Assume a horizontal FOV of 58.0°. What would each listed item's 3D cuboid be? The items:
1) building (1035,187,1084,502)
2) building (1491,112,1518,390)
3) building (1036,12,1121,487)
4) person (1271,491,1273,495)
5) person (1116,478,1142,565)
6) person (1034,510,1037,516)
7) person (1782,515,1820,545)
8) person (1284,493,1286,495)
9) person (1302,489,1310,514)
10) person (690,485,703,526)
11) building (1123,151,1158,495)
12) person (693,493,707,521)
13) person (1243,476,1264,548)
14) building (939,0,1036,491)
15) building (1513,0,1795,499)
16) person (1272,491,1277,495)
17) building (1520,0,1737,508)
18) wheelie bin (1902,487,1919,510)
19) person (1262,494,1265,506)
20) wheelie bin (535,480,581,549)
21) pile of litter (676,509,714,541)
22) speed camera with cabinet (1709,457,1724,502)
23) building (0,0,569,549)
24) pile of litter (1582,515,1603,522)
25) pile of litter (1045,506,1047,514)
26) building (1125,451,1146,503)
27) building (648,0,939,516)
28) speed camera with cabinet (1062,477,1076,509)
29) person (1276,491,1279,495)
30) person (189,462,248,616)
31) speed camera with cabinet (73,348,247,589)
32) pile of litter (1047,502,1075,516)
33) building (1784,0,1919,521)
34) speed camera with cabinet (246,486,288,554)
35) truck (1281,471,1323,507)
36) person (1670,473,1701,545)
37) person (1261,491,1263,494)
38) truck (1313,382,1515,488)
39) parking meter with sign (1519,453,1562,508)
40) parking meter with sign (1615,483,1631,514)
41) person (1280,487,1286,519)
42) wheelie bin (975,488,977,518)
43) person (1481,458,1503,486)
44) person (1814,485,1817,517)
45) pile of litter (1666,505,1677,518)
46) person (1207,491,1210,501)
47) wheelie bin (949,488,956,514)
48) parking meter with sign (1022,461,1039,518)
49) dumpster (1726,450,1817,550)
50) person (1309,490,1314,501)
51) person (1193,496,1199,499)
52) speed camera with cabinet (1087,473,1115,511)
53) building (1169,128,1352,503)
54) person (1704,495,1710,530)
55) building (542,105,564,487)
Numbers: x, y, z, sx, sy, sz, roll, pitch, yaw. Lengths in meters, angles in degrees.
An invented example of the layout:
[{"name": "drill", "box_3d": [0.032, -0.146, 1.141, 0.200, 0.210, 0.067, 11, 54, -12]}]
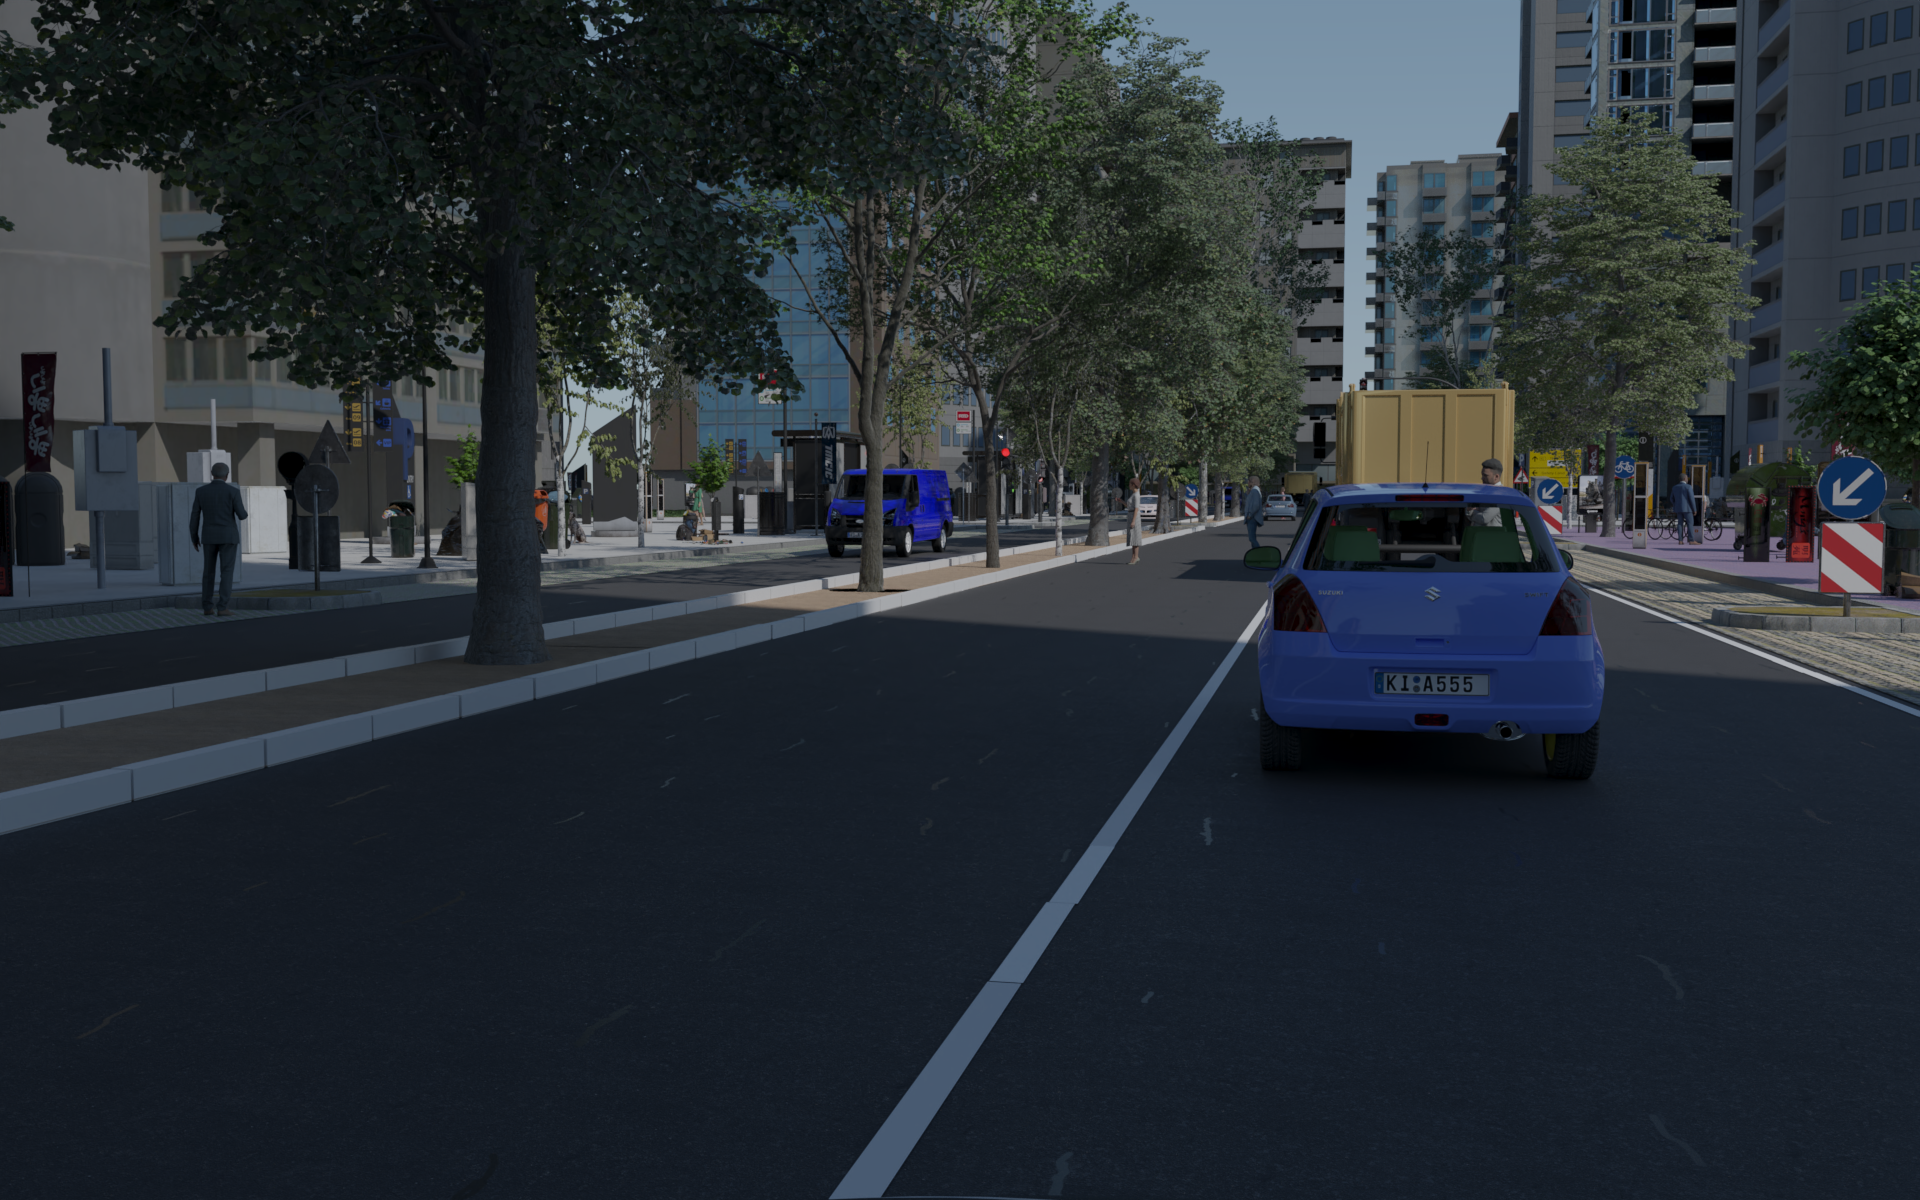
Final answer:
[{"name": "building", "box_3d": [3.772, -23.939, 163.110, 14.160, 30.474, 14.107, 1, 4, 12]}, {"name": "building", "box_3d": [71.719, -33.001, 194.197, 22.147, 44.769, 28.867, 1, 4, 12]}, {"name": "building", "box_3d": [4.715, -34.078, 180.875, 21.300, 48.544, 21.600, 1, 4, 12]}, {"name": "person", "box_3d": [37.805, -12.309, 209.888, 0.705, 1.807, 1.348, 0, 4, 0]}, {"name": "person", "box_3d": [3.451, -1.602, 35.257, 0.524, 1.755, 0.480, 0, 4, -4]}, {"name": "person", "box_3d": [4.179, -5.827, 101.230, 0.836, 1.842, 0.656, -3, 5, -40]}, {"name": "person", "box_3d": [17.709, -1.531, 36.568, 0.738, 1.151, 1.012, 0, 4, -5]}, {"name": "person", "box_3d": [28.719, -8.816, 153.085, 0.568, 1.767, 0.683, -2, 4, -26]}, {"name": "person", "box_3d": [23.502, -6.650, 117.655, 0.534, 1.772, 0.576, 2, 4, 32]}, {"name": "person", "box_3d": [-10.654, -3.928, 70.509, 0.529, 1.795, 0.600, -3, 5, -40]}, {"name": "building", "box_3d": [18.801, -41.121, 261.572, 27.495, 52.752, 28.713, 1, 4, 12]}, {"name": "person", "box_3d": [-12.502, -4.696, 83.165, 0.599, 1.781, 0.374, 1, 4, 13]}, {"name": "person", "box_3d": [5.889, -1.578, 34.568, 0.793, 1.790, 0.793, -2, 4, -26]}, {"name": "building", "box_3d": [-6.944, -36.206, 133.973, 21.231, 58.520, 28.212, 1, 4, 12]}, {"name": "building", "box_3d": [64.434, -38.178, 166.211, 21.231, 58.520, 28.212, 1, 4, 12]}, {"name": "person", "box_3d": [28.321, -8.955, 155.641, 1.217, 1.743, 0.721, 2, 4, 25]}, {"name": "building", "box_3d": [54.942, -49.790, 126.738, 22.319, 86.520, 31.000, 1, 4, 12]}, {"name": "wheelie bin", "box_3d": [43.258, -4.323, 78.594, 0.980, 1.594, 0.693, -2, 4, -25]}, {"name": "person", "box_3d": [36.086, -12.131, 207.560, 1.217, 1.735, 0.721, -1, 4, -9]}, {"name": "wheelie bin", "box_3d": [-9.480, -1.980, 40.288, 0.980, 1.594, 0.693, 2, 4, 34]}, {"name": "pile of litter", "box_3d": [-7.243, -2.088, 48.102, 1.176, 0.858, 1.719, 2, 4, 30]}, {"name": "speed camera with cabinet", "box_3d": [40.690, -5.937, 91.398, 2.038, 3.252, 0.660, 2, 4, 26]}, {"name": "building", "box_3d": [-25.776, -22.029, 52.059, 23.993, 40.220, 32.217, 1, 4, 12]}, {"name": "pile of litter", "box_3d": [29.665, -4.060, 80.345, 1.719, 0.858, 1.176, 0, 4, -1]}, {"name": "pile of litter", "box_3d": [6.019, -5.879, 110.090, 1.176, 0.858, 1.719, 0, 4, 6]}, {"name": "building", "box_3d": [6.620, -22.321, 209.980, 28.899, 21.520, 27.650, 1, 4, 12]}, {"name": "building", "box_3d": [-9.605, -27.828, 105.107, 14.600, 45.320, 14.200, 1, 4, 12]}, {"name": "speed camera with cabinet", "box_3d": [9.347, -9.402, 148.050, 0.660, 3.252, 2.038, -2, 4, -29]}, {"name": "person", "box_3d": [32.854, -10.362, 178.643, 0.721, 1.735, 1.217, 0, 4, -4]}, {"name": "person", "box_3d": [-8.688, -0.716, 20.375, 0.661, 1.801, 0.590, 0, 4, -7]}, {"name": "speed camera with cabinet", "box_3d": [-11.168, -1.822, 24.129, 2.038, 3.252, 0.660, -3, 5, -42]}, {"name": "pile of litter", "box_3d": [6.166, -5.390, 102.093, 1.176, 0.858, 1.719, -1, 4, -19]}, {"name": "building", "box_3d": [55.854, -33.307, 86.565, 28.212, 58.520, 21.231, 1, 4, 12]}, {"name": "speed camera with cabinet", "box_3d": [-15.374, -2.601, 36.855, 0.660, 3.252, 2.038, 2, 4, 30]}, {"name": "truck", "box_3d": [28.663, -9.147, 145.478, 3.469, 3.379, 9.791, 1, 4, 12]}, {"name": "person", "box_3d": [18.320, -2.297, 43.781, 0.419, 1.800, 0.721, -3, 5, -44]}, {"name": "person", "box_3d": [27.652, -9.231, 159.446, 0.705, 1.822, 1.348, 1, 4, 10]}, {"name": "truck", "box_3d": [8.146, -2.168, 31.366, 3.469, 3.379, 9.791, 1, 4, 11]}, {"name": "parking meter with sign", "box_3d": [24.923, -4.777, 74.368, 1.738, 3.016, 0.543, 0, 4, -7]}, {"name": "parking meter with sign", "box_3d": [42.409, -7.024, 111.110, 1.738, 3.016, 0.543, -2, 4, -26]}, {"name": "person", "box_3d": [18.467, -5.530, 98.925, 0.388, 1.821, 0.555, -1, 4, -20]}, {"name": "wheelie bin", "box_3d": [1.025, -5.102, 91.330, 0.980, 1.594, 0.693, 0, 4, -2]}, {"name": "person", "box_3d": [5.483, -0.575, 18.084, 0.466, 1.800, 0.511, -1, 4, -15]}, {"name": "person", "box_3d": [24.793, -2.682, 50.062, 0.661, 1.801, 0.590, 1, 4, 13]}, {"name": "pile of litter", "box_3d": [38.191, -4.794, 92.347, 1.719, 0.858, 1.176, 2, 4, 25]}, {"name": "person", "box_3d": [30.465, -12.575, 213.121, 0.593, 1.643, 0.415, 0, 4, -2]}, {"name": "wheelie bin", "box_3d": [-0.654, -4.992, 89.522, 0.980, 1.594, 0.693, -2, 4, -26]}, {"name": "parking meter with sign", "box_3d": [3.535, -5.842, 91.778, 1.738, 3.016, 0.543, -2, 4, -35]}, {"name": "dumpster", "box_3d": [18.114, -2.214, 38.691, 1.502, 2.255, 1.985, 1, 4, 12]}, {"name": "person", "box_3d": [26.906, -7.588, 132.909, 0.623, 1.781, 0.721, 2, 4, 25]}, {"name": "person", "box_3d": [21.962, -9.381, 161.881, 0.705, 1.823, 1.348, 3, 5, 41]}, {"name": "speed camera with cabinet", "box_3d": [9.950, -7.787, 121.660, 2.038, 3.252, 0.660, 2, 4, 30]}, {"name": "building", "box_3d": [45.693, -40.771, 255.851, 27.495, 52.752, 28.713, 1, 4, 12]}, {"name": "person", "box_3d": [25.947, -3.178, 60.595, 0.503, 1.515, 0.523, 2, 4, 23]}, {"name": "building", "box_3d": [-33.224, -20.306, 103.698, 14.107, 30.474, 14.160, 1, 4, 12]}]
